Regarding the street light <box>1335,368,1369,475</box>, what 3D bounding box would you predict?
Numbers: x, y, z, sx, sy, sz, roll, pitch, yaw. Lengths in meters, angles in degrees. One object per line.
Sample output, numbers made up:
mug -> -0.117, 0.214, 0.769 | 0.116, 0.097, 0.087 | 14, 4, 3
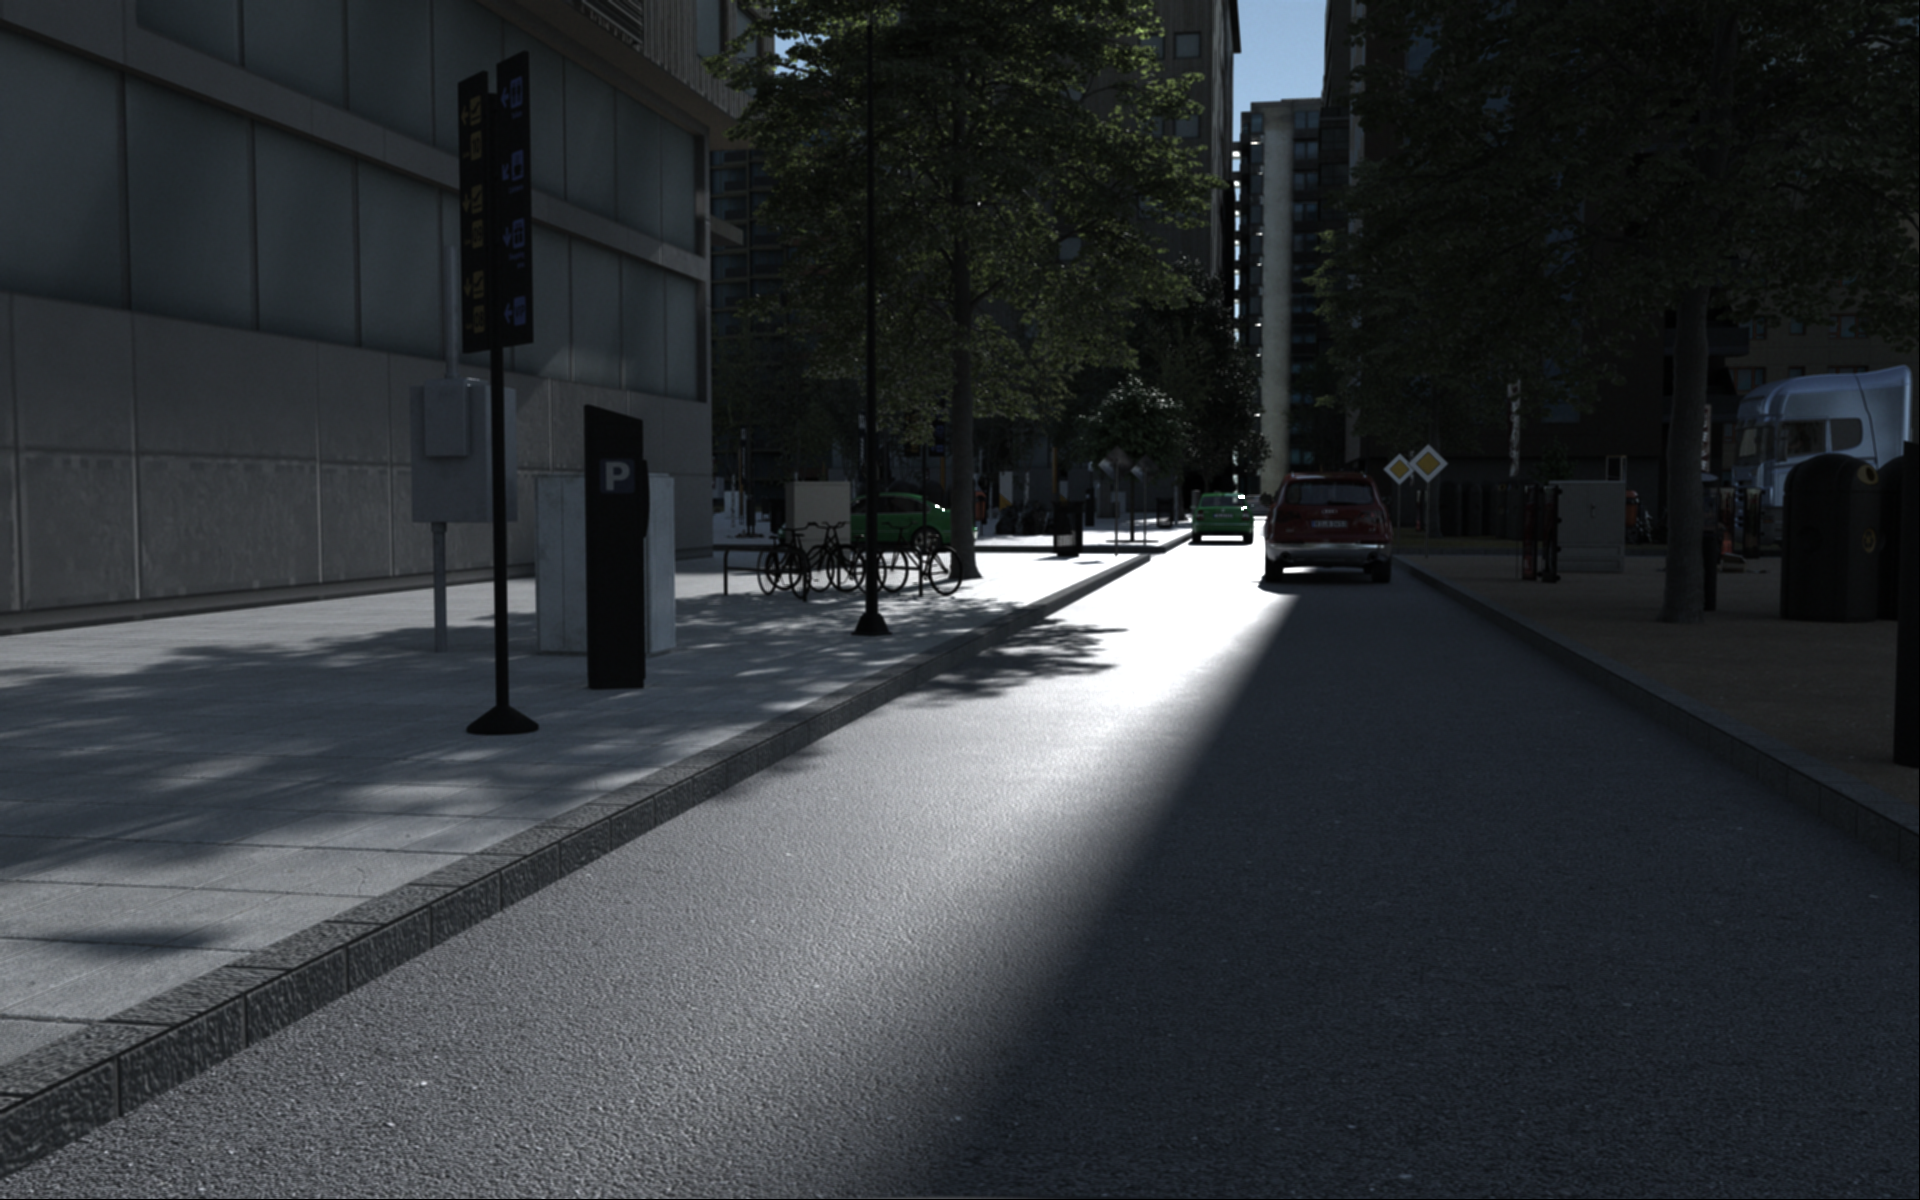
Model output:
street light -> 14.374, -5.556, 63.382 | 1.470, 5.913, 1.316 | 1, 4, 10

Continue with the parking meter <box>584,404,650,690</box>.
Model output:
parking meter -> -2.267, -0.352, 11.467 | 0.399, 1.863, 0.255 | -1, 4, -18

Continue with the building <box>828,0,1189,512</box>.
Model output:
building -> 6.324, -33.269, 133.188 | 28.713, 52.752, 27.495 | 1, 4, 10

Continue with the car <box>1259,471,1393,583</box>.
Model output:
car -> 6.266, -1.284, 29.659 | 2.281, 1.827, 5.304 | 1, 4, 11

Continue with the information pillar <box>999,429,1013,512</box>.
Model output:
information pillar -> 1.683, -4.375, 62.887 | 0.504, 3.616, 0.183 | 0, 4, 1

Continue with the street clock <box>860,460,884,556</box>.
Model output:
street clock -> -1.814, -1.917, 35.918 | 0.471, 2.002, 0.358 | -1, 4, -11

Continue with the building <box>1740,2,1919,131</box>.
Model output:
building -> 82.613, -33.685, 170.356 | 30.456, 49.044, 23.786 | 1, 4, 10

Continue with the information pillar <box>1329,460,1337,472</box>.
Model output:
information pillar -> 24.628, -7.525, 114.383 | 0.504, 3.616, 0.183 | 1, 4, 21

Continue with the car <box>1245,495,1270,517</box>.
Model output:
car -> 16.918, -5.273, 98.578 | 2.083, 1.381, 4.827 | 1, 4, 12

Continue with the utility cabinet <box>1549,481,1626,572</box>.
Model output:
utility cabinet -> 10.263, -1.206, 28.390 | 1.173, 1.500, 0.318 | 1, 4, 15

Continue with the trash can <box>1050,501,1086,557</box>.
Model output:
trash can -> 2.228, -1.471, 35.708 | 0.748, 1.137, 0.748 | 0, 3, 0

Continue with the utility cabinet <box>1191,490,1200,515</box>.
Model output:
utility cabinet -> 13.999, -5.750, 102.684 | 0.318, 1.500, 1.173 | 1, 4, 19

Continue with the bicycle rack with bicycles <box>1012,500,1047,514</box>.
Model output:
bicycle rack with bicycles -> 3.871, -6.007, 111.599 | 2.852, 0.926, 2.925 | -2, 4, -29

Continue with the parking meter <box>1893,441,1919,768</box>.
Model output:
parking meter -> 4.630, 0.016, 8.157 | 0.372, 1.533, 0.369 | 0, 3, 0

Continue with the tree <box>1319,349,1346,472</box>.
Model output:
tree -> 26.376, -11.960, 121.303 | 9.928, 11.665, 9.643 | 0, 3, 0

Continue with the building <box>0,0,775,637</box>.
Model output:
building -> -19.067, -26.656, 25.060 | 27.495, 52.752, 28.713 | 1, 4, 10

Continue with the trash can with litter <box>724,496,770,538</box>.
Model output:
trash can with litter -> -6.370, -2.441, 50.969 | 1.678, 1.210, 2.233 | 1, 4, 9

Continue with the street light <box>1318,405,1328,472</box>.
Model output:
street light -> 19.190, -7.160, 89.611 | 1.470, 5.913, 1.316 | 1, 4, 10

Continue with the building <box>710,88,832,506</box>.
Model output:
building -> -12.307, -32.669, 188.754 | 28.867, 44.769, 22.147 | 1, 4, 10

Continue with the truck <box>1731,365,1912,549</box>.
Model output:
truck -> 25.591, -2.848, 36.318 | 18.799, 4.110, 2.967 | 1, 4, 9

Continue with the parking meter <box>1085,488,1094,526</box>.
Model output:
parking meter -> 5.150, -3.694, 68.814 | 0.372, 1.533, 0.369 | 0, 3, 0

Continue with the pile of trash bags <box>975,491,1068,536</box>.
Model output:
pile of trash bags -> 1.732, -2.736, 54.485 | 3.447, 1.369, 1.912 | -2, 4, -32

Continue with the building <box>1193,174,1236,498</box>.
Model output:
building -> 17.154, -23.390, 154.121 | 14.160, 30.474, 14.107 | 1, 4, 10

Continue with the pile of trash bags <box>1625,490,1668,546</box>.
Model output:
pile of trash bags -> 17.617, -2.122, 44.451 | 1.912, 1.369, 3.447 | 3, 4, 38

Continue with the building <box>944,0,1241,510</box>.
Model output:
building -> 14.808, -36.139, 180.118 | 27.495, 52.752, 28.713 | 1, 4, 10

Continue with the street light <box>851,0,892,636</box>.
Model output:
street light -> -0.274, -2.630, 15.535 | 1.470, 5.913, 1.316 | 1, 4, 10

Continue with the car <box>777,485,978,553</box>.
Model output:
car -> -1.956, -1.957, 40.788 | 4.718, 1.807, 1.959 | 1, 4, 10

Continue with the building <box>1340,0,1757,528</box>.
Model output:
building -> 23.459, -25.757, 71.245 | 14.600, 45.320, 14.200 | 1, 4, 10

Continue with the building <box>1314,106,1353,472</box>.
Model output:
building -> 34.132, -22.002, 131.432 | 14.160, 30.474, 14.107 | 1, 4, 10

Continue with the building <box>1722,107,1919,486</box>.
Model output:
building -> 38.271, -15.549, 99.267 | 27.650, 21.520, 28.899 | 1, 4, 10

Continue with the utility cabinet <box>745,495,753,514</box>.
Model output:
utility cabinet -> -13.698, -6.076, 110.506 | 1.020, 1.237, 0.306 | 3, 4, 36

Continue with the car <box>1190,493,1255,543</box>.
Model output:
car -> 7.847, -2.627, 51.746 | 1.959, 1.807, 4.718 | 1, 4, 8

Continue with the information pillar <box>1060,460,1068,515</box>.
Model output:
information pillar -> 6.465, -7.111, 107.617 | 0.504, 3.616, 0.183 | 1, 4, 12

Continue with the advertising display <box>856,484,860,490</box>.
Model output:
advertising display -> -6.463, -6.784, 116.125 | 0.974, 1.923, 0.123 | 0, 4, 8

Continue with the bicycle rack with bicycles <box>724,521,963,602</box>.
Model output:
bicycle rack with bicycles -> -1.731, -0.529, 22.037 | 2.852, 0.926, 2.925 | -3, 4, -39

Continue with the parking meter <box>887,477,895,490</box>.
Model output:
parking meter -> -2.458, -3.369, 60.801 | 0.255, 1.863, 0.399 | -2, 4, -29

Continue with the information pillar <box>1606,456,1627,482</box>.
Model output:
information pillar -> 12.591, -1.761, 33.286 | 0.304, 2.012, 0.304 | 2, 4, 35

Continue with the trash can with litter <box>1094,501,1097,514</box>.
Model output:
trash can with litter -> 8.260, -5.702, 104.609 | 1.055, 1.170, 0.624 | 1, 4, 11

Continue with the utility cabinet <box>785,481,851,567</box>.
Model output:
utility cabinet -> -2.501, -1.332, 30.460 | 1.173, 1.500, 0.318 | -3, 4, -37

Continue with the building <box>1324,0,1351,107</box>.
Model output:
building -> 42.027, -32.040, 147.563 | 21.300, 48.544, 21.600 | 1, 4, 10

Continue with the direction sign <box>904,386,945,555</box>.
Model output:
direction sign -> -0.742, -2.706, 36.235 | 0.876, 3.537, 0.379 | 1, 4, 12

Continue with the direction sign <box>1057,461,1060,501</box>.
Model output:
direction sign -> 6.468, -7.482, 114.325 | 0.379, 3.537, 0.876 | -2, 4, -30

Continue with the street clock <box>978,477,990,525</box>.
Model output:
street clock -> 1.005, -4.177, 72.869 | 0.471, 2.002, 0.358 | 2, 4, 33

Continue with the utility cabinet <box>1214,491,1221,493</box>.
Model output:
utility cabinet -> 17.196, -6.543, 115.650 | 0.318, 1.500, 1.173 | 0, 4, 1

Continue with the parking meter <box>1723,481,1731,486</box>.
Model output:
parking meter -> 33.296, -4.244, 75.108 | 0.399, 1.863, 0.255 | -2, 4, -33

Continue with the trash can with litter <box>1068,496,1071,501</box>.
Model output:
trash can with litter -> 7.060, -6.601, 119.306 | 1.055, 1.170, 0.624 | -2, 4, -33

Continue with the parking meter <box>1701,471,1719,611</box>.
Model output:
parking meter -> 8.171, -0.656, 19.139 | 0.372, 1.533, 0.369 | 0, 3, 0

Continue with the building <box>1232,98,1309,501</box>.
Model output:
building -> 47.796, -36.008, 208.336 | 30.456, 49.044, 23.786 | 1, 4, 10

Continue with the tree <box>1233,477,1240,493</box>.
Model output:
tree -> 25.543, -10.344, 163.718 | 1.663, 3.219, 1.824 | 0, 3, 0

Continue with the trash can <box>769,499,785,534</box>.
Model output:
trash can -> -5.783, -2.687, 55.582 | 0.748, 1.137, 0.748 | 0, 3, 0

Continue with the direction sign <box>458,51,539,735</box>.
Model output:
direction sign -> -2.481, -1.058, 9.293 | 0.379, 3.537, 0.876 | -3, 4, -38

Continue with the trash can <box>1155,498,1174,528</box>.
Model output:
trash can -> 7.678, -3.259, 64.940 | 0.748, 1.137, 0.748 | 0, 3, 0
